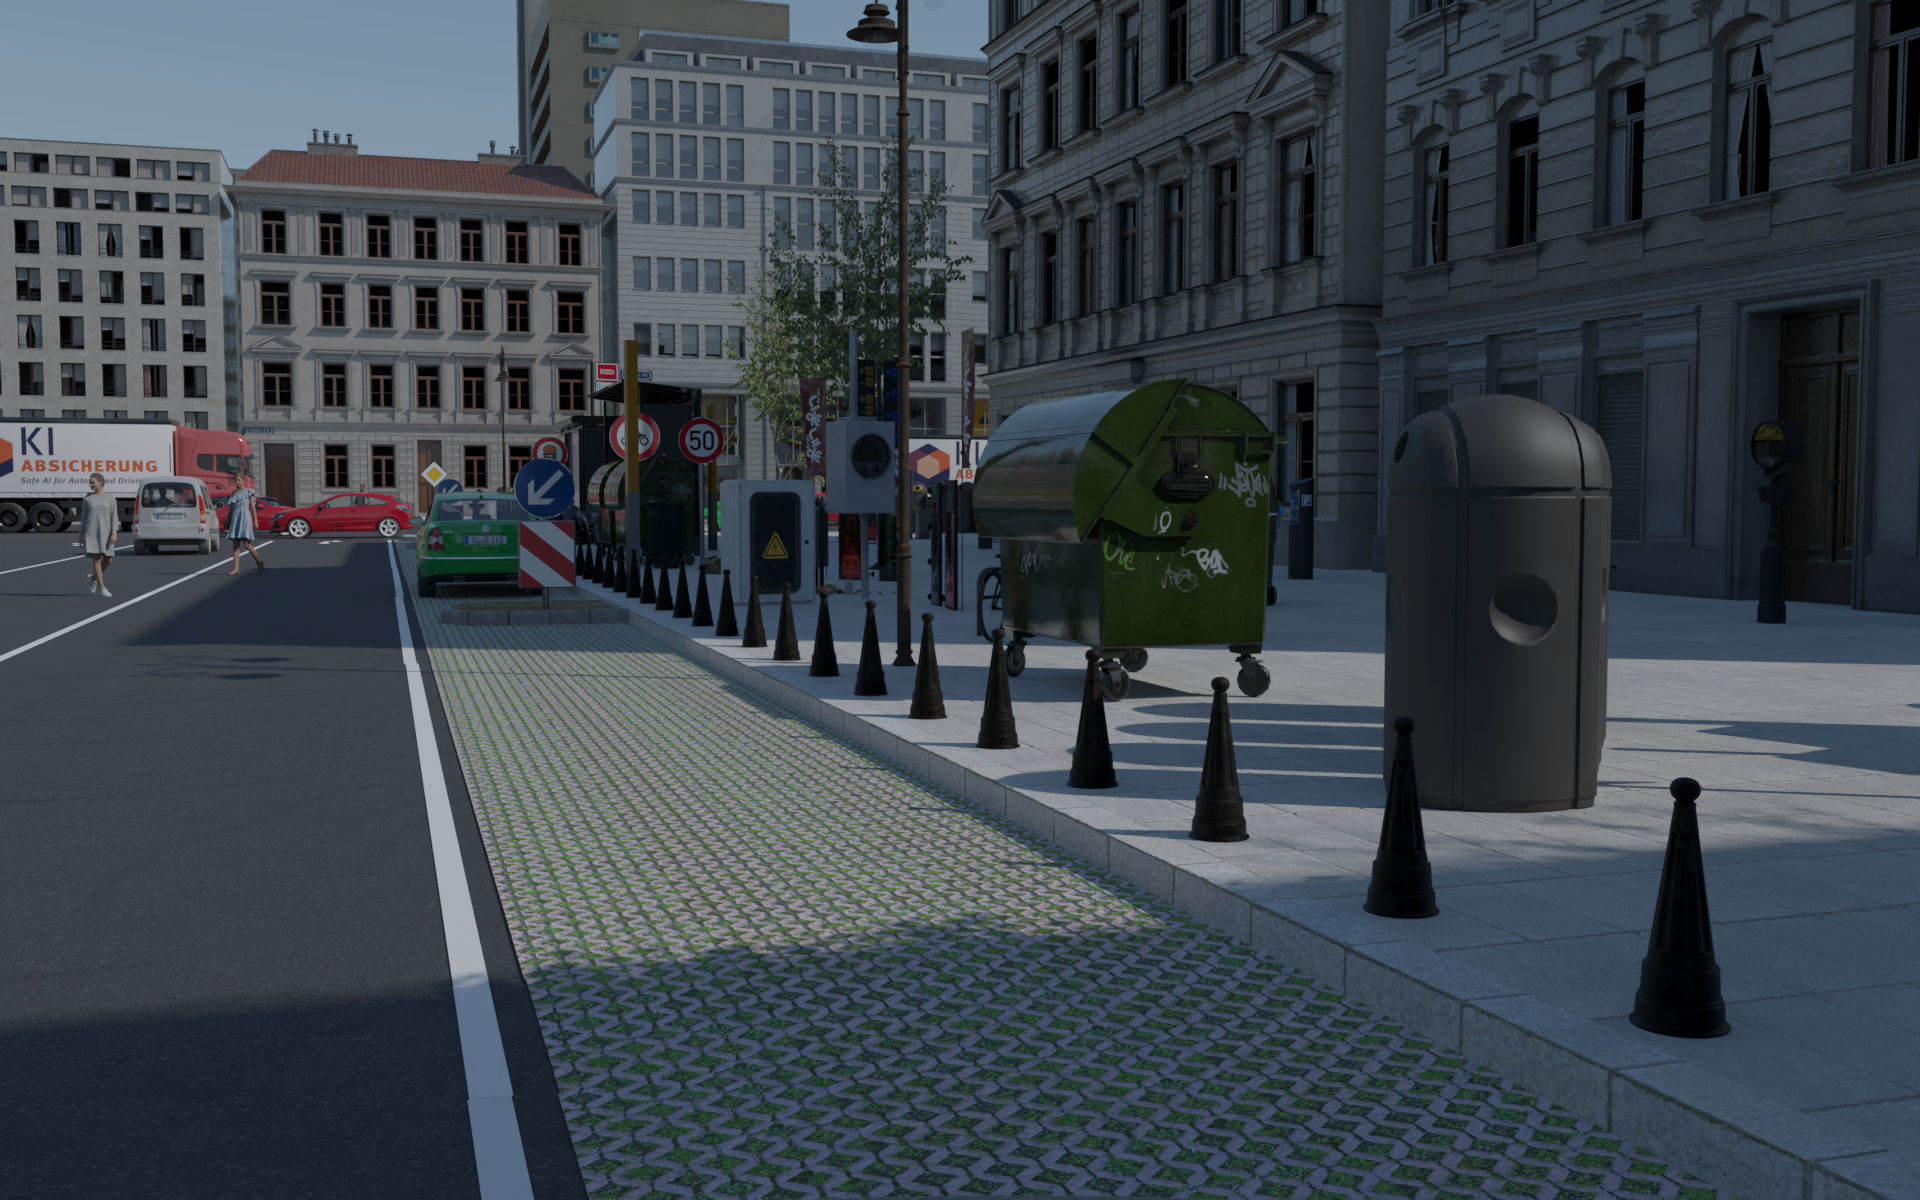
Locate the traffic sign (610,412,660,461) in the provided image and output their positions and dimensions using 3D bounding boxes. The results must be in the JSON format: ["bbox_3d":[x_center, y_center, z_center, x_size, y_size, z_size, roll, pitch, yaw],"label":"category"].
[{"bbox_3d":[-5.027,-1.635,26.841,0.768,2.556,0.104,-1,4,-9],"label":"traffic sign"}]

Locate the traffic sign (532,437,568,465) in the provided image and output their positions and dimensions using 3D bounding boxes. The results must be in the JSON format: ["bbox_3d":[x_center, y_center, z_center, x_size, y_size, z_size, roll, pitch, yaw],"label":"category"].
[{"bbox_3d":[-9.102,-2.347,38.483,0.768,2.556,0.104,-1,4,-16],"label":"traffic sign"}]

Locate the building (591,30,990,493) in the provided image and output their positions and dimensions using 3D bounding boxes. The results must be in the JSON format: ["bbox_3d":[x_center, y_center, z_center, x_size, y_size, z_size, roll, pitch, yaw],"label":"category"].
[{"bbox_3d":[-7.766,-20.411,111.209,29.804,29.767,11.434,-1,4,-18],"label":"building"}]

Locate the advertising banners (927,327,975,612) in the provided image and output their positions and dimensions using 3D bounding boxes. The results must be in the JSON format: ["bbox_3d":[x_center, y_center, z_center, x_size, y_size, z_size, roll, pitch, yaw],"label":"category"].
[{"bbox_3d":[-0.101,-1.408,19.215,0.090,3.025,2.074,-1,4,-13],"label":"advertising banners"}]

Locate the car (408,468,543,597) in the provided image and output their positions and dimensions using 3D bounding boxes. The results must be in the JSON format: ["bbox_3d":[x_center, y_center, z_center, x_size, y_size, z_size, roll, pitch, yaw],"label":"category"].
[{"bbox_3d":[-7.085,-1.021,25.485,1.959,1.807,4.718,-1,4,-18],"label":"car"}]

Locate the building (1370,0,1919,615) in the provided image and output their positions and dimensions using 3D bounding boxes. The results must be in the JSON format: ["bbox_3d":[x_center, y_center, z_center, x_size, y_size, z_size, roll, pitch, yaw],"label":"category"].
[{"bbox_3d":[14.049,-10.503,20.867,9.793,20.994,18.267,-1,4,-18],"label":"building"}]

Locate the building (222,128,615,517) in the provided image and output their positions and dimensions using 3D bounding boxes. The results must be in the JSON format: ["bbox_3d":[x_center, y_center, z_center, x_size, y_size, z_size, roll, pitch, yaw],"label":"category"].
[{"bbox_3d":[-31.948,-16.346,103.406,21.152,22.565,11.583,-1,4,-18],"label":"building"}]

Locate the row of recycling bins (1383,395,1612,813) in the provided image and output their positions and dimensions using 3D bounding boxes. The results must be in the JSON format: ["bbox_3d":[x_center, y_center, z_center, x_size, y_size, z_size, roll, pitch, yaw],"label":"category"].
[{"bbox_3d":[2.704,-0.089,8.566,1.069,1.692,3.534,1,4,18],"label":"row of recycling bins"}]

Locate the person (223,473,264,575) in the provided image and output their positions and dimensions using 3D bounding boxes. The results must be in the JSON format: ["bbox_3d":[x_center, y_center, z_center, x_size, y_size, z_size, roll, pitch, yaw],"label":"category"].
[{"bbox_3d":[-12.786,-1.359,30.818,0.616,1.811,0.778,1,4,20],"label":"person"}]

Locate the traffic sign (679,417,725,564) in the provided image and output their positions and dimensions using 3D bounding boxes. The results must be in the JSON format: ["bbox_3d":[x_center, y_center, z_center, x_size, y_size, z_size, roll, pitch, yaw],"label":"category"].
[{"bbox_3d":[-4.294,-1.756,28.810,0.768,2.556,0.104,-1,4,-18],"label":"traffic sign"}]

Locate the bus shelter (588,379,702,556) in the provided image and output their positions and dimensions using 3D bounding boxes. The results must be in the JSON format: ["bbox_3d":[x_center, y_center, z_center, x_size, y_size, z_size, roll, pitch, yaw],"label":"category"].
[{"bbox_3d":[-7.059,-2.898,38.659,1.731,3.624,6.357,-1,4,-18],"label":"bus shelter"}]

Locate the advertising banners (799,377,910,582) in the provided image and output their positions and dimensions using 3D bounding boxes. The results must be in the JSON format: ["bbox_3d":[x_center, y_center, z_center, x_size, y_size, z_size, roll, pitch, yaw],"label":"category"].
[{"bbox_3d":[-1.589,-1.807,25.724,2.074,3.025,0.090,2,4,35],"label":"advertising banners"}]

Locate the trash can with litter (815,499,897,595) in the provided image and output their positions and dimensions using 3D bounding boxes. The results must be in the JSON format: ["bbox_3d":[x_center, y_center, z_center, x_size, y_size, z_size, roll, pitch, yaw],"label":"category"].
[{"bbox_3d":[-1.818,-0.722,22.863,1.678,1.210,2.233,-1,4,-13],"label":"trash can with litter"}]

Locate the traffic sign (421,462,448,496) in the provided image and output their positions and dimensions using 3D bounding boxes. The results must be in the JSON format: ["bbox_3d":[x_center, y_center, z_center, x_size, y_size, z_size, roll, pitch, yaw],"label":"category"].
[{"bbox_3d":[-16.159,-3.036,53.288,0.795,2.450,0.064,-1,4,-18],"label":"traffic sign"}]

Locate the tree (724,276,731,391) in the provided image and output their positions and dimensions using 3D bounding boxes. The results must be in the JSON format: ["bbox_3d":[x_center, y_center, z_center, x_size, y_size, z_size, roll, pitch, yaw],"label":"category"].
[{"bbox_3d":[-5.529,-6.358,54.311,4.737,8.622,4.395,0,3,0],"label":"tree"}]

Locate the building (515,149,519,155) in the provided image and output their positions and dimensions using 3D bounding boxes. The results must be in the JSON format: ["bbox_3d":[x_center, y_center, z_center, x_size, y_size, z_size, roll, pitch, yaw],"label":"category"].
[{"bbox_3d":[-56.957,-41.728,271.491,27.495,52.752,28.713,-1,4,-18],"label":"building"}]

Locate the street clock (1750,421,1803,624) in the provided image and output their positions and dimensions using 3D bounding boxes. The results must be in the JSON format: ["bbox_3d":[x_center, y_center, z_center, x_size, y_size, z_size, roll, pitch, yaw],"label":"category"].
[{"bbox_3d":[8.059,-0.769,17.140,0.358,2.002,0.471,-1,4,-15],"label":"street clock"}]

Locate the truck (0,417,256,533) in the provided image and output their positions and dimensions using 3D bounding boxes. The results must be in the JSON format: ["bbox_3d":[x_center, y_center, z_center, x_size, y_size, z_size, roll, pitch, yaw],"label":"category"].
[{"bbox_3d":[-31.836,-4.653,64.997,11.283,4.237,2.839,-1,4,-18],"label":"truck"}]

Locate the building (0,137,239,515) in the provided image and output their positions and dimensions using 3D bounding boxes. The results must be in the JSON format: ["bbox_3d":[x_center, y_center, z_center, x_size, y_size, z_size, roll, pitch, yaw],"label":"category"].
[{"bbox_3d":[-49.968,-14.813,96.948,16.860,20.320,10.420,-1,4,-18],"label":"building"}]

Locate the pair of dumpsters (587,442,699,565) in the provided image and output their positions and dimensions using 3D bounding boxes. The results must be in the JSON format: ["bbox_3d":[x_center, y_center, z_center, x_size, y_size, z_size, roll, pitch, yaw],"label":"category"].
[{"bbox_3d":[-6.015,-1.855,32.831,1.574,2.255,4.437,-1,4,-18],"label":"pair of dumpsters"}]

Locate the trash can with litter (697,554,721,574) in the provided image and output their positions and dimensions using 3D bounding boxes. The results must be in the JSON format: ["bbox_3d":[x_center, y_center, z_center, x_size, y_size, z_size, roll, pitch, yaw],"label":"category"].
[{"bbox_3d":[-3.680,-0.998,27.703,1.055,1.170,0.624,1,4,10],"label":"trash can with litter"}]

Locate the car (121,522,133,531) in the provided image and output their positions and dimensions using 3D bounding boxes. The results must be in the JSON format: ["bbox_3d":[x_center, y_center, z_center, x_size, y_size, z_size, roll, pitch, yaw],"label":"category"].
[{"bbox_3d":[-32.195,-3.707,69.280,2.281,1.827,5.304,-1,4,-17],"label":"car"}]

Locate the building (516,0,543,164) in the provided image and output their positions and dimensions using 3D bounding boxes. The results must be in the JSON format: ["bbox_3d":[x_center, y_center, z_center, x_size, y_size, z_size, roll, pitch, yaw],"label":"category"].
[{"bbox_3d":[-36.714,-39.449,186.990,21.231,58.520,28.212,-1,4,-18],"label":"building"}]

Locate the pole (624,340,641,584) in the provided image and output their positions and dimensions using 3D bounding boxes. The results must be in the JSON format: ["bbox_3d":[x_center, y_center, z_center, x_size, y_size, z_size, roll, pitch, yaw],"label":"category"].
[{"bbox_3d":[-4.359,-1.784,23.016,0.158,3.312,0.155,0,3,0],"label":"pole"}]

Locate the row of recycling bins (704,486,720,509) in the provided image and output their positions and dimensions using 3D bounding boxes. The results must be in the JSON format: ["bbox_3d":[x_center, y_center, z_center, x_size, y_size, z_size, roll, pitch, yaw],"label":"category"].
[{"bbox_3d":[-13.517,-5.354,94.647,1.069,1.692,3.534,3,5,43],"label":"row of recycling bins"}]

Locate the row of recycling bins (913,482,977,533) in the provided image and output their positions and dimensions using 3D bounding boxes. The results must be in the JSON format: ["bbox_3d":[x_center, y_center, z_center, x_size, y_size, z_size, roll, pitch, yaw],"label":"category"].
[{"bbox_3d":[-0.211,-3.070,57.301,3.534,1.692,1.069,1,4,22],"label":"row of recycling bins"}]

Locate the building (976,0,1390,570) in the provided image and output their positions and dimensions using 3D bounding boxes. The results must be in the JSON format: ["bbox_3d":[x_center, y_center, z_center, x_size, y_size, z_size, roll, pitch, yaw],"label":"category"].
[{"bbox_3d":[7.936,-10.652,38.787,10.561,19.102,19.286,-1,4,-18],"label":"building"}]

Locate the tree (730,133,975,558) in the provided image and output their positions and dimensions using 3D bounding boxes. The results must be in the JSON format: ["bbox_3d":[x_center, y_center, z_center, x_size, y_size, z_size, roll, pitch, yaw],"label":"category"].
[{"bbox_3d":[-1.842,-5.155,34.650,4.737,8.622,4.395,0,3,0],"label":"tree"}]

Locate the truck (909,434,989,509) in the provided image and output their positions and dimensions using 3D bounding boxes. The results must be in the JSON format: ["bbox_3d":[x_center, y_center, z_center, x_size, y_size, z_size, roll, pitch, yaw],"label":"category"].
[{"bbox_3d":[-1.019,-5.759,83.067,11.283,4.237,2.839,-1,4,-20],"label":"truck"}]

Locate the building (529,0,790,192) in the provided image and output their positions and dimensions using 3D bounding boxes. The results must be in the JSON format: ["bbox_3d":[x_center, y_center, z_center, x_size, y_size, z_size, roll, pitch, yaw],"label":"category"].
[{"bbox_3d":[-28.382,-32.974,162.827,21.300,48.544,21.600,-1,4,-18],"label":"building"}]

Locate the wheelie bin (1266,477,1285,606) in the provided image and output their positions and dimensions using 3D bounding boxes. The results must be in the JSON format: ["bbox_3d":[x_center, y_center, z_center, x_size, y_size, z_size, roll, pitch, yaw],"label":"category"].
[{"bbox_3d":[3.232,-0.740,20.004,0.980,1.594,0.693,-1,4,-12],"label":"wheelie bin"}]

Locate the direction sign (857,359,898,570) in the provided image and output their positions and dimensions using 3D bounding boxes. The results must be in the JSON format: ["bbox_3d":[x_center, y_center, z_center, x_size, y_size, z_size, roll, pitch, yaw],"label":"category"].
[{"bbox_3d":[-1.366,-2.284,29.346,0.876,3.537,0.379,-3,4,-36],"label":"direction sign"}]

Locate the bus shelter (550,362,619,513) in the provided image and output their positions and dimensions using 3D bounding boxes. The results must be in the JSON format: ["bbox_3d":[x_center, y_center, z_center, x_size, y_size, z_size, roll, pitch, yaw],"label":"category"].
[{"bbox_3d":[-10.644,-4.447,50.339,2.179,5.291,8.768,-1,4,-18],"label":"bus shelter"}]

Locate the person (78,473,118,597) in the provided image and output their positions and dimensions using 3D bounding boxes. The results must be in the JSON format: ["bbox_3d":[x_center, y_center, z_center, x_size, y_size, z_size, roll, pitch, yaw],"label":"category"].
[{"bbox_3d":[-12.129,-0.922,24.331,0.760,1.731,0.466,3,4,37],"label":"person"}]

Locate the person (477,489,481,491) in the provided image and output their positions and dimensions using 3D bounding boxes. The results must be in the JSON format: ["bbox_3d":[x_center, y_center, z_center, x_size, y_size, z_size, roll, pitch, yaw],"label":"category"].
[{"bbox_3d":[-20.792,-3.933,74.272,0.566,1.644,0.517,1,4,16],"label":"person"}]

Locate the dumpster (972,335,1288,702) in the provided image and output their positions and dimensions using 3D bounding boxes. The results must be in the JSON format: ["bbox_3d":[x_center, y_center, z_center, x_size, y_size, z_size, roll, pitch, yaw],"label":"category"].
[{"bbox_3d":[1.095,-0.551,11.503,1.502,2.255,1.985,-1,4,-18],"label":"dumpster"}]

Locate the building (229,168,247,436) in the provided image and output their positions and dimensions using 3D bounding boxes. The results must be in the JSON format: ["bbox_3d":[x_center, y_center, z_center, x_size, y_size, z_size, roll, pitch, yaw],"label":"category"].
[{"bbox_3d":[-97.431,-38.949,256.431,30.456,49.044,23.786,-1,4,-18],"label":"building"}]

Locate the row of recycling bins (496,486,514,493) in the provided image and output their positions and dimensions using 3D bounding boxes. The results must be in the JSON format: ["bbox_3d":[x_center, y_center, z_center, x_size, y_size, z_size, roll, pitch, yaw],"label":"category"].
[{"bbox_3d":[-22.937,-5.195,92.045,3.534,1.692,1.069,0,4,4],"label":"row of recycling bins"}]

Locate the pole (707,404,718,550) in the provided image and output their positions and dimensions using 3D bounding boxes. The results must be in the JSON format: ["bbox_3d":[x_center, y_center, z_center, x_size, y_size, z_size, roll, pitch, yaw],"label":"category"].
[{"bbox_3d":[-5.641,-2.788,39.421,0.158,3.312,0.155,0,3,0],"label":"pole"}]

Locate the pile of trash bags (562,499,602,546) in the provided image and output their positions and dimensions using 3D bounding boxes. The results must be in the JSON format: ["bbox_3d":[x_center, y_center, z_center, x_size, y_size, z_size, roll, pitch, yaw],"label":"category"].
[{"bbox_3d":[-8.615,-2.074,43.657,3.447,1.369,1.912,2,4,29],"label":"pile of trash bags"}]

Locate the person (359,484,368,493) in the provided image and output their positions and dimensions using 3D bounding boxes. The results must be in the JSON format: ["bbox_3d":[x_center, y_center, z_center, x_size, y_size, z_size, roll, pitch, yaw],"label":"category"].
[{"bbox_3d":[-23.058,-3.548,66.651,0.875,1.805,0.789,0,4,6],"label":"person"}]
